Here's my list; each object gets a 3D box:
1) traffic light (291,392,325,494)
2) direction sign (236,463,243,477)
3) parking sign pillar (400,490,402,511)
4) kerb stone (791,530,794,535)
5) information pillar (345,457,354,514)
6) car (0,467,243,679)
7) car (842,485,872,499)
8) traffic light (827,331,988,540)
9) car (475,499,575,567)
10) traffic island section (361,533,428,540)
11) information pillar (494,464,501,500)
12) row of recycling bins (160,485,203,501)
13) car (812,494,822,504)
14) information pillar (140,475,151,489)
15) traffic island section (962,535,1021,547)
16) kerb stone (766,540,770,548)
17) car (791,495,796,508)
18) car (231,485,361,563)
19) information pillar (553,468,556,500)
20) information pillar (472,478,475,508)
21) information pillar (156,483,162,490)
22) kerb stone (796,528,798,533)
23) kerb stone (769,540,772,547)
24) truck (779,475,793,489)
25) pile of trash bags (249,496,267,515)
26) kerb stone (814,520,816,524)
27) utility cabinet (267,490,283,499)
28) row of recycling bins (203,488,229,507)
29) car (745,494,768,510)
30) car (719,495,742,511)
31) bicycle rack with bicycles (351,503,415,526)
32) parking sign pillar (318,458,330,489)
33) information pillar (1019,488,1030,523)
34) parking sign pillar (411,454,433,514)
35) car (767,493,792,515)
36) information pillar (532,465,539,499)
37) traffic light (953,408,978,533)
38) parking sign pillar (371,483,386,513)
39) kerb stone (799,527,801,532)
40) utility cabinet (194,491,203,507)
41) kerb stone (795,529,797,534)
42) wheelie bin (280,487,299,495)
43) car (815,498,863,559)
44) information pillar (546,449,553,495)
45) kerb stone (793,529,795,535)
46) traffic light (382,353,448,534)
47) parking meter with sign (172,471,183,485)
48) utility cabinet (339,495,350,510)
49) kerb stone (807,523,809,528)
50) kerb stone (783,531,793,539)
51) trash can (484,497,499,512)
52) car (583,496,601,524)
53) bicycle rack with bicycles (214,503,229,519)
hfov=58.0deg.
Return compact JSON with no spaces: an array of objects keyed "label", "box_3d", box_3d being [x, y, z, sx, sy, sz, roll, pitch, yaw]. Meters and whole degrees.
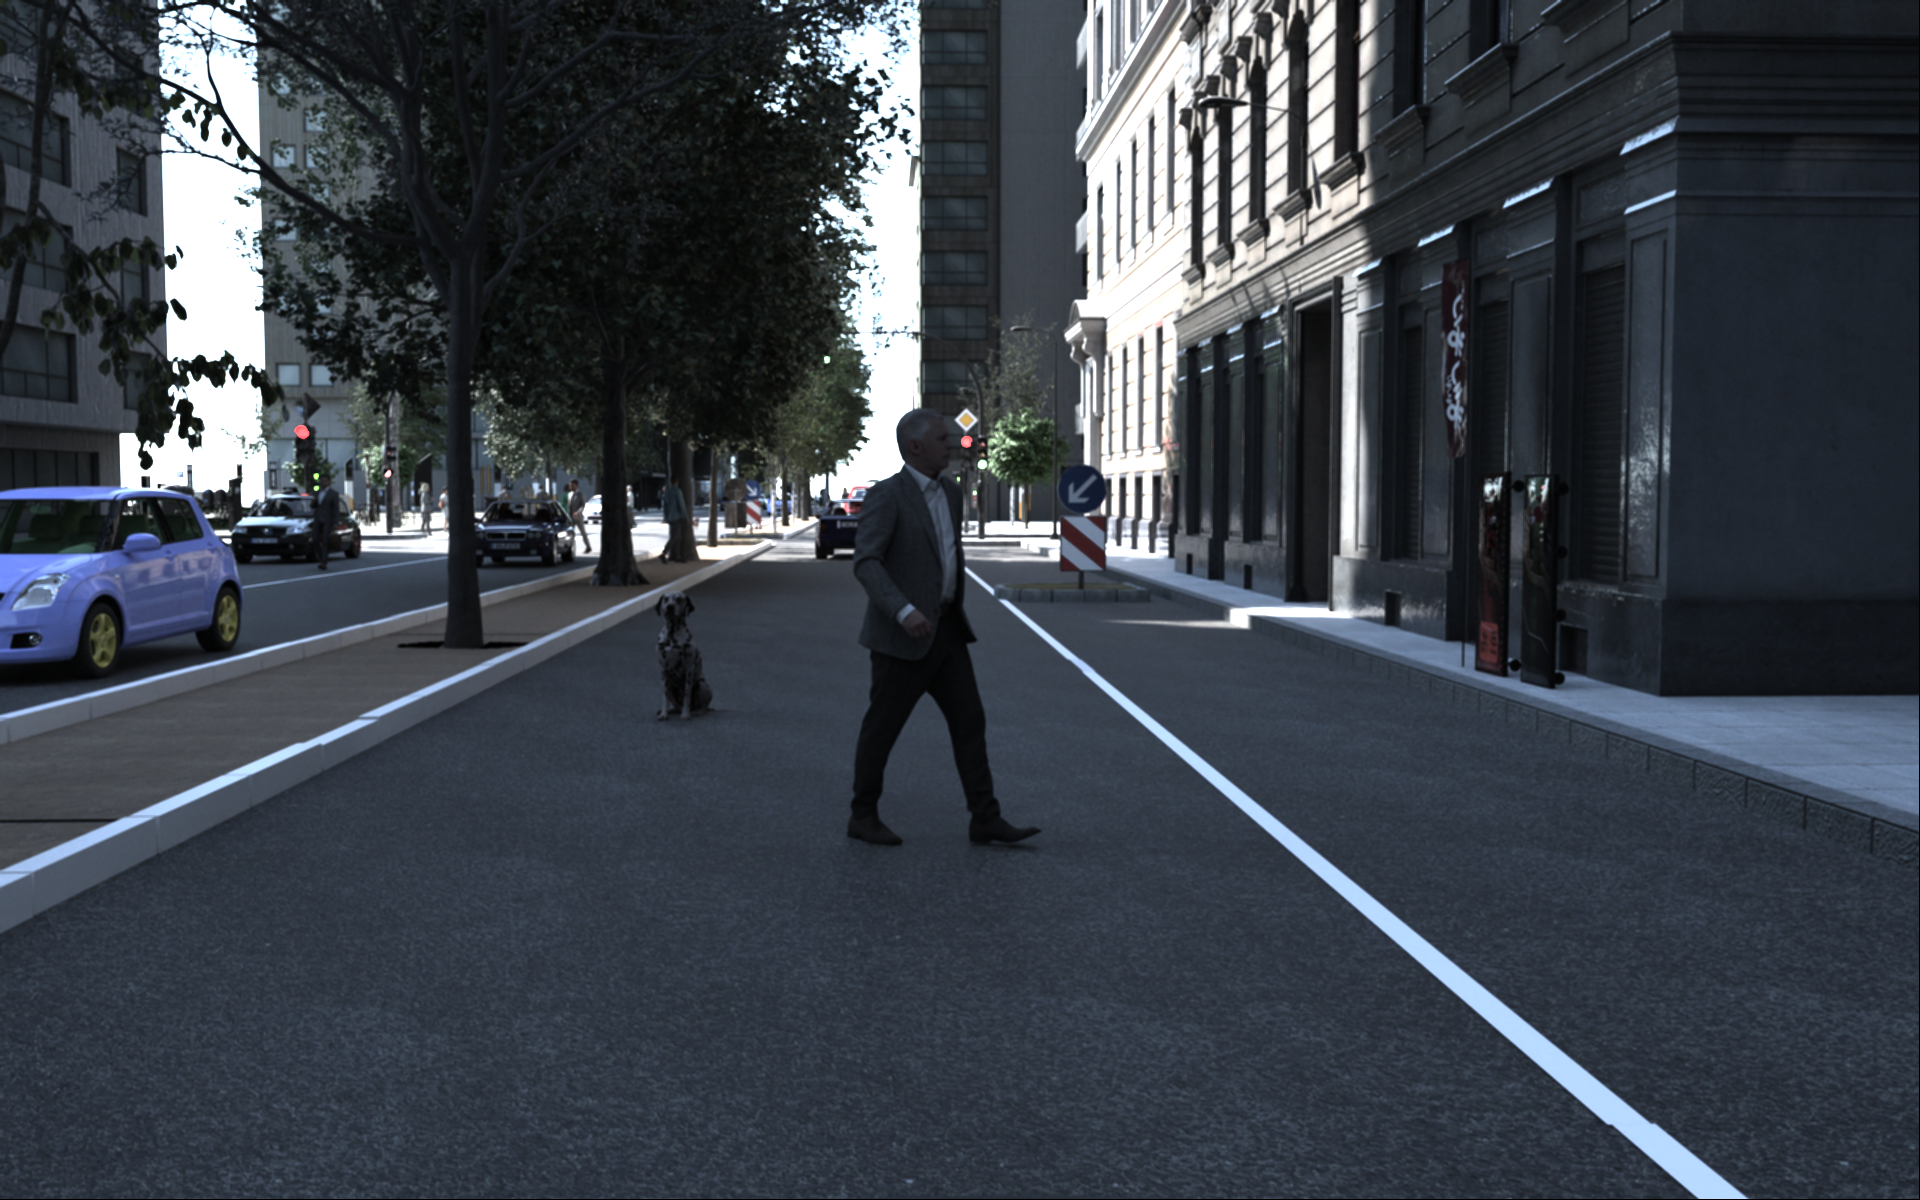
[{"label":"traffic light","box_3d":[-17.963,-3.593,47.673,0.839,4.253,0.868,0,4,-3]},{"label":"direction sign","box_3d":[-52.303,-8.184,125.800,0.379,3.537,0.876,0,4,6]},{"label":"parking sign pillar","box_3d":[-39.186,-8.022,119.624,1.447,3.967,1.447,2,4,25]},{"label":"kerb stone","box_3d":[-5.740,-2.191,58.144,0.120,0.150,1.000,0,4,-3]},{"label":"information pillar","box_3d":[-38.631,-7.229,109.552,0.183,3.616,0.504,3,5,43]},{"label":"car","box_3d":[-7.501,-0.302,14.537,1.945,1.707,3.694,0,4,-1]},{"label":"car","box_3d":[-3.744,-3.854,71.681,2.281,1.827,5.304,0,4,-2]},{"label":"traffic light","box_3d":[-1.509,-4.506,48.344,4.771,5.953,1.251,0,4,-3]},{"label":"car","box_3d":[-8.955,-1.398,35.436,1.945,1.354,3.894,0,4,-5]},{"label":"traffic island section","box_3d":[-18.391,-2.049,55.781,2.009,0.180,2.903,0,4,-3]},{"label":"information pillar","box_3d":[-34.683,-8.474,129.901,0.504,3.616,0.183,-1,4,-18]},{"label":"row of recycling bins","box_3d":[-34.937,-4.299,77.408,1.069,1.692,3.534,-1,4,-12]},{"label":"car","box_3d":[-19.840,-14.215,244.212,2.131,1.459,4.920,0,4,-3]},{"label":"information pillar","box_3d":[-31.494,-3.825,67.034,0.304,2.012,0.304,0,4,-3]},{"label":"traffic island section","box_3d":[0.616,-1.616,48.703,2.009,0.180,2.903,0,4,-3]},{"label":"kerb stone","box_3d":[-5.120,-1.415,45.330,0.120,0.150,1.000,0,4,-3]},{"label":"car","box_3d":[-14.608,-8.780,156.133,1.945,1.354,3.894,0,4,-2]},{"label":"car","box_3d":[-14.280,-1.687,37.362,2.009,1.686,4.222,0,4,-3]},{"label":"information pillar","box_3d":[-29.312,-8.153,124.660,0.504,3.616,0.183,1,4,11]},{"label":"information pillar","box_3d":[-21.891,-4.461,77.421,0.304,2.012,0.304,0,4,7]},{"label":"information pillar","box_3d":[-51.825,-6.581,112.096,0.304,2.012,0.304,-2,4,-30]},{"label":"kerb stone","box_3d":[-5.894,-2.382,61.211,0.120,0.150,1.000,0,4,-3]},{"label":"kerb stone","box_3d":[-5.168,-1.477,46.351,0.120,0.150,1.000,0,4,-3]},{"label":"truck","box_3d":[-24.697,-16.265,255.690,2.967,4.110,18.799,0,4,-2]},{"label":"pile of trash bags","box_3d":[-42.230,-5.867,105.684,1.912,1.369,3.447,-2,4,-29]},{"label":"kerb stone","box_3d":[-6.738,-3.450,78.601,0.120,0.150,1.000,0,4,-3]},{"label":"utility cabinet","box_3d":[-36.373,-5.116,92.330,0.318,1.500,1.173,1,4,23]},{"label":"row of recycling bins","box_3d":[-52.428,-7.006,121.664,3.534,1.692,1.069,0,4,1]},{"label":"car","box_3d":[-18.609,-8.977,158.569,2.131,1.459,4.920,0,4,-4]},{"label":"car","box_3d":[-19.682,-8.327,148.721,1.945,1.354,3.894,0,4,-4]},{"label":"bicycle rack with bicycles","box_3d":[-23.143,-3.414,69.196,2.852,0.926,2.925,0,4,1]},{"label":"parking sign pillar","box_3d":[-47.560,-8.591,128.928,1.447,3.967,1.447,1,4,13]},{"label":"information pillar","box_3d":[2.917,-5.300,78.008,0.504,3.616,0.183,-1,4,-18]},{"label":"parking sign pillar","box_3d":[-35.643,-7.717,114.645,1.447,3.967,1.447,3,5,44]},{"label":"car","box_3d":[-12.209,-6.649,118.309,1.945,1.707,3.694,0,4,-1]},{"label":"information pillar","box_3d":[-31.182,-8.318,127.361,0.504,3.616,0.183,1,4,13]},{"label":"traffic light","box_3d":[0.188,-4.137,56.562,0.839,4.253,0.868,0,4,-3]},{"label":"parking sign pillar","box_3d":[-38.677,-7.788,115.808,1.447,3.967,1.447,1,4,13]},{"label":"kerb stone","box_3d":[-5.995,-2.512,63.264,0.120,0.150,1.000,0,4,-3]},{"label":"utility cabinet","box_3d":[-52.247,-6.684,117.963,1.173,1.500,0.318,-2,4,-27]},{"label":"kerb stone","box_3d":[-5.837,-2.324,60.187,0.120,0.150,1.000,0,4,-3]},{"label":"wheelie bin","box_3d":[-29.039,-4.112,75.139,0.980,1.594,0.693,1,4,9]},{"label":"car","box_3d":[-2.352,-1.652,39.583,1.945,1.354,3.894,0,4,-1]},{"label":"information pillar","box_3d":[-21.574,-6.073,90.643,0.183,3.616,0.504,-1,4,-19]},{"label":"kerb stone","box_3d":[-5.791,-2.261,59.164,0.120,0.150,1.000,0,4,-3]},{"label":"traffic light","box_3d":[-16.266,-4.961,55.784,4.771,5.953,1.251,0,4,-3]},{"label":"parking meter with sign","box_3d":[-57.946,-8.053,127.920,0.543,3.016,1.738,0,4,-2]},{"label":"utility cabinet","box_3d":[-27.682,-4.069,77.695,0.306,1.237,1.020,0,4,1]},{"label":"kerb stone","box_3d":[-6.338,-2.950,70.426,0.120,0.150,1.000,0,4,-3]},{"label":"kerb stone","box_3d":[-5.692,-2.136,57.122,0.120,0.150,1.000,0,4,-3]},{"label":"trash can","box_3d":[-22.533,-4.384,83.324,0.748,1.137,0.748,0,3,0]},{"label":"car","box_3d":[-17.244,-4.413,84.515,2.083,1.381,4.827,0,4,-2]},{"label":"bicycle rack with bicycles","box_3d":[-30.978,-3.560,71.583,2.852,0.926,2.925,0,4,-3]}]
